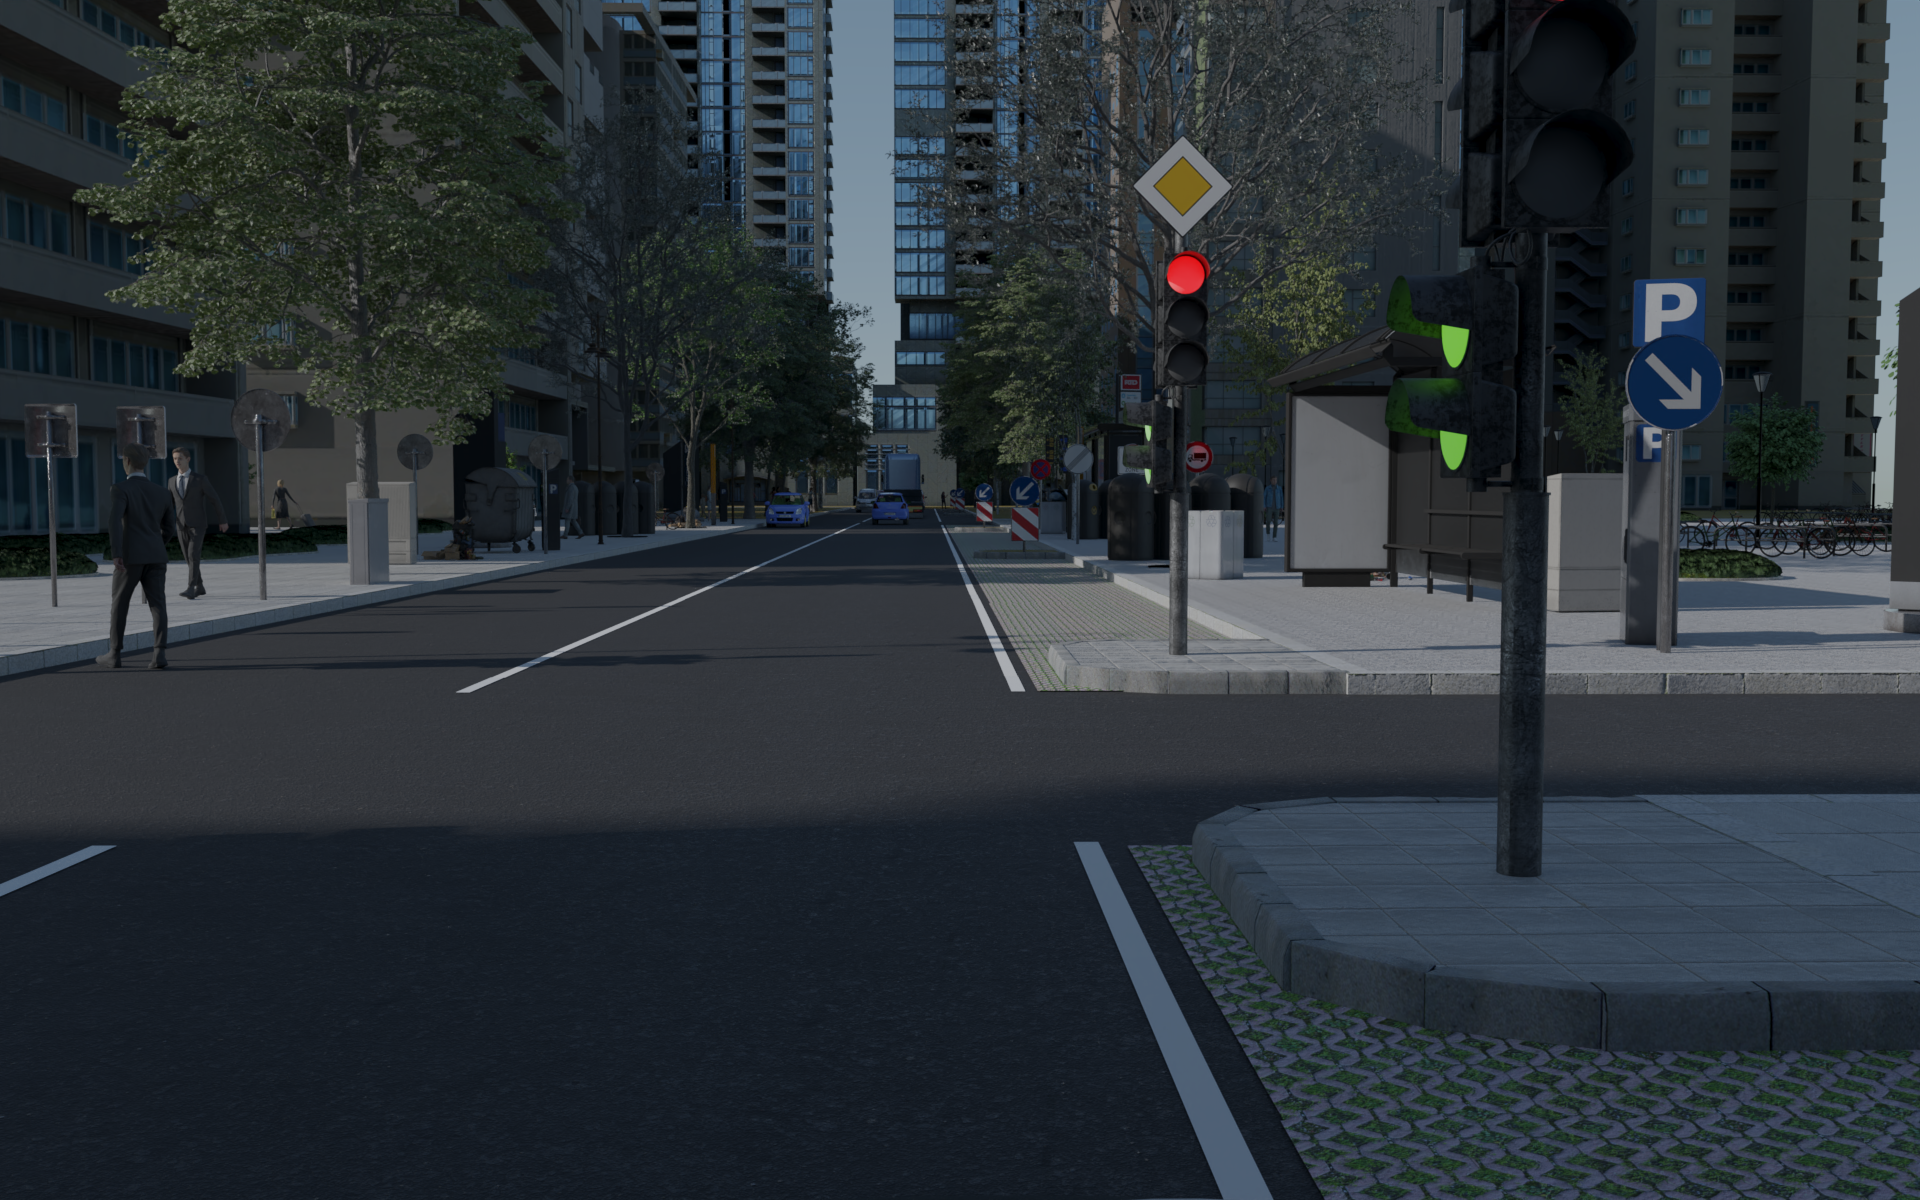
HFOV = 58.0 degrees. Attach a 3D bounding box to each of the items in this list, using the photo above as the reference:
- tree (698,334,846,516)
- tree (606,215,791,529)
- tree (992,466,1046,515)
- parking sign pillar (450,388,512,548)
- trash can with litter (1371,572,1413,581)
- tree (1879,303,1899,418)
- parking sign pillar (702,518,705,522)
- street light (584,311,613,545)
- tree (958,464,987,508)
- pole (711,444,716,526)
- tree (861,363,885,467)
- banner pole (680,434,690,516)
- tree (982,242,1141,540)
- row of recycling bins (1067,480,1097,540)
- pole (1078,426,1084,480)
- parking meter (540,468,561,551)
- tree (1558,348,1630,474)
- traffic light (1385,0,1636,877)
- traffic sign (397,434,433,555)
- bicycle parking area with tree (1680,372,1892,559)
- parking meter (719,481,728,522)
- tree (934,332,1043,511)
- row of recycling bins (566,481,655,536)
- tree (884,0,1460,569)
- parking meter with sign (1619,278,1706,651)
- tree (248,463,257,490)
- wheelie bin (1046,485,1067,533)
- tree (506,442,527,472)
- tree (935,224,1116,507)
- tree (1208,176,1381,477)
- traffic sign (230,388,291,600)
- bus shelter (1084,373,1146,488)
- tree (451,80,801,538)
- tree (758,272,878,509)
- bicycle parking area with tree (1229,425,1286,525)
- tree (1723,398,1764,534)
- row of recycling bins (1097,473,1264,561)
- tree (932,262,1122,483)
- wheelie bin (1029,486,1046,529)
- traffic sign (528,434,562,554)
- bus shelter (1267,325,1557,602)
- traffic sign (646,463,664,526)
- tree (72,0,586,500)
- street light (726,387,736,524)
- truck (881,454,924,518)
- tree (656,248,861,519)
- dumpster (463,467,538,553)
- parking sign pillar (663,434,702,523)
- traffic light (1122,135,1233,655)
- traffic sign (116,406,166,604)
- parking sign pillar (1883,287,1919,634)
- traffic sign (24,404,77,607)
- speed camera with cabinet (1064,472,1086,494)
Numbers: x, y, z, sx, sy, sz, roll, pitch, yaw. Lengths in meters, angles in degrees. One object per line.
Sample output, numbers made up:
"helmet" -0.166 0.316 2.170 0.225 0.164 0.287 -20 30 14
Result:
"tree" -11.043 -10.084 99.278 8.767 10.594 7.601 -1 4 -23
"tree" -9.932 -8.476 64.333 9.928 11.665 9.643 0 3 0
"tree" 3.097 -8.813 94.462 4.737 8.622 4.395 0 3 0
"parking sign pillar" -11.513 -3.244 41.508 1.447 3.967 1.447 2 4 26
"trash can with litter" 5.939 -0.915 26.019 1.678 1.210 2.233 2 4 25
"tree" 13.800 -2.376 22.560 4.285 4.588 4.351 0 3 0
"parking sign pillar" -12.656 -5.644 80.759 1.447 3.967 1.447 1 4 21
"street light" -9.151 -4.353 43.952 0.468 5.910 1.993 0 4 -1
"tree" 1.349 -10.962 162.939 4.285 4.588 4.351 0 3 0
"pole" -10.062 -4.698 70.656 0.158 3.312 0.155 0 3 0
"tree" -10.553 -13.408 125.875 9.857 13.997 8.962 0 3 0
"banner pole" -11.430 -5.026 72.195 0.863 3.779 0.401 2 4 34
"tree" 2.942 -5.968 47.937 4.360 8.622 3.978 0 3 0
"row of recycling bins" 4.745 -2.599 49.610 3.534 1.692 1.069 -1 4 -18
"pole" 3.625 -3.577 52.330 0.158 3.312 0.155 0 3 0
"parking meter" -9.332 -2.062 39.431 0.399 1.863 0.255 -3 5 -44
"tree" 31.804 -8.356 86.987 4.737 8.622 4.395 0 3 0
"traffic light" 1.875 -1.029 5.753 0.839 4.253 0.868 0 4 -1
"traffic sign" -11.498 -2.230 36.560 0.768 2.556 0.104 0 4 1
"bicycle parking area with tree" 16.946 -3.184 39.063 8.231 4.147 9.016 -2 4 -32
"parking meter" -10.904 -4.544 80.006 0.399 1.863 0.255 -1 4 -9
"tree" 2.380 -13.736 131.241 9.857 13.997 8.962 0 3 0
"row of recycling bins" -10.933 -2.902 54.557 1.069 1.692 3.534 2 4 33
"tree" 3.798 -7.307 29.839 12.009 13.543 11.850 0 3 0
"parking meter with sign" 5.980 -1.141 14.909 0.543 3.016 1.738 1 4 16
"tree" -24.052 -3.841 57.402 1.663 3.219 1.824 0 3 0
"wheelie bin" 3.311 -3.034 57.510 0.693 1.594 0.980 0 4 5
"tree" -16.920 -4.263 64.299 1.663 3.219 1.824 0 3 0
"tree" 2.730 -9.455 72.708 7.486 12.596 7.792 0 3 0
"tree" 7.558 -5.414 38.881 4.737 8.622 4.395 0 3 0
"traffic sign" -8.432 -1.271 20.885 0.768 2.556 0.104 0 4 7
"bus shelter" 5.039 -4.757 55.411 2.179 5.291 8.768 0 4 -1
"tree" -9.693 -8.594 50.879 12.009 13.543 11.850 0 3 0
"tree" -13.223 -18.044 150.905 12.611 20.169 13.585 0 3 0
"bicycle parking area with tree" 14.951 -5.326 74.082 8.231 4.147 9.016 -1 4 -18
"tree" 26.033 -4.390 55.496 4.285 4.588 4.351 0 3 0
"row of recycling bins" 4.526 -1.657 34.212 3.534 1.692 1.069 -2 4 -29
"tree" 3.434 -10.134 82.699 9.611 12.733 9.660 0 3 0
"wheelie bin" 2.898 -3.420 63.831 0.693 1.594 0.980 -1 4 -9
"traffic sign" -8.844 -2.251 36.905 0.768 2.556 0.104 1 4 9
"bus shelter" 5.313 -1.675 21.314 2.014 3.302 5.546 0 4 -1
"traffic sign" -12.322 -4.276 70.012 0.768 2.556 0.104 0 4 8
"tree" -9.792 -6.693 27.553 7.486 12.596 7.792 0 3 0
"street light" -9.664 -6.163 73.548 0.468 5.910 1.993 0 4 -1
"truck" -3.639 -7.342 109.796 2.967 4.110 18.799 0 4 -2
"tree" -10.707 -11.124 88.526 9.857 13.997 8.962 0 3 0
"dumpster" -10.089 -1.972 38.006 1.264 1.857 1.865 0 4 -1
"parking sign pillar" -12.530 -5.423 77.139 1.447 3.967 1.447 0 4 8
"traffic light" 1.726 -1.518 13.737 0.839 4.253 0.868 0 4 -1
"traffic sign" -9.532 -1.104 20.181 0.606 2.300 0.079 0 4 8
"parking sign pillar" 9.437 -1.687 16.056 1.447 3.967 1.447 3 5 41
"traffic sign" -10.293 -1.070 19.631 0.606 2.300 0.079 0 4 4
"speed camera with cabinet" 4.373 -4.252 63.860 0.660 3.252 2.038 1 4 22
